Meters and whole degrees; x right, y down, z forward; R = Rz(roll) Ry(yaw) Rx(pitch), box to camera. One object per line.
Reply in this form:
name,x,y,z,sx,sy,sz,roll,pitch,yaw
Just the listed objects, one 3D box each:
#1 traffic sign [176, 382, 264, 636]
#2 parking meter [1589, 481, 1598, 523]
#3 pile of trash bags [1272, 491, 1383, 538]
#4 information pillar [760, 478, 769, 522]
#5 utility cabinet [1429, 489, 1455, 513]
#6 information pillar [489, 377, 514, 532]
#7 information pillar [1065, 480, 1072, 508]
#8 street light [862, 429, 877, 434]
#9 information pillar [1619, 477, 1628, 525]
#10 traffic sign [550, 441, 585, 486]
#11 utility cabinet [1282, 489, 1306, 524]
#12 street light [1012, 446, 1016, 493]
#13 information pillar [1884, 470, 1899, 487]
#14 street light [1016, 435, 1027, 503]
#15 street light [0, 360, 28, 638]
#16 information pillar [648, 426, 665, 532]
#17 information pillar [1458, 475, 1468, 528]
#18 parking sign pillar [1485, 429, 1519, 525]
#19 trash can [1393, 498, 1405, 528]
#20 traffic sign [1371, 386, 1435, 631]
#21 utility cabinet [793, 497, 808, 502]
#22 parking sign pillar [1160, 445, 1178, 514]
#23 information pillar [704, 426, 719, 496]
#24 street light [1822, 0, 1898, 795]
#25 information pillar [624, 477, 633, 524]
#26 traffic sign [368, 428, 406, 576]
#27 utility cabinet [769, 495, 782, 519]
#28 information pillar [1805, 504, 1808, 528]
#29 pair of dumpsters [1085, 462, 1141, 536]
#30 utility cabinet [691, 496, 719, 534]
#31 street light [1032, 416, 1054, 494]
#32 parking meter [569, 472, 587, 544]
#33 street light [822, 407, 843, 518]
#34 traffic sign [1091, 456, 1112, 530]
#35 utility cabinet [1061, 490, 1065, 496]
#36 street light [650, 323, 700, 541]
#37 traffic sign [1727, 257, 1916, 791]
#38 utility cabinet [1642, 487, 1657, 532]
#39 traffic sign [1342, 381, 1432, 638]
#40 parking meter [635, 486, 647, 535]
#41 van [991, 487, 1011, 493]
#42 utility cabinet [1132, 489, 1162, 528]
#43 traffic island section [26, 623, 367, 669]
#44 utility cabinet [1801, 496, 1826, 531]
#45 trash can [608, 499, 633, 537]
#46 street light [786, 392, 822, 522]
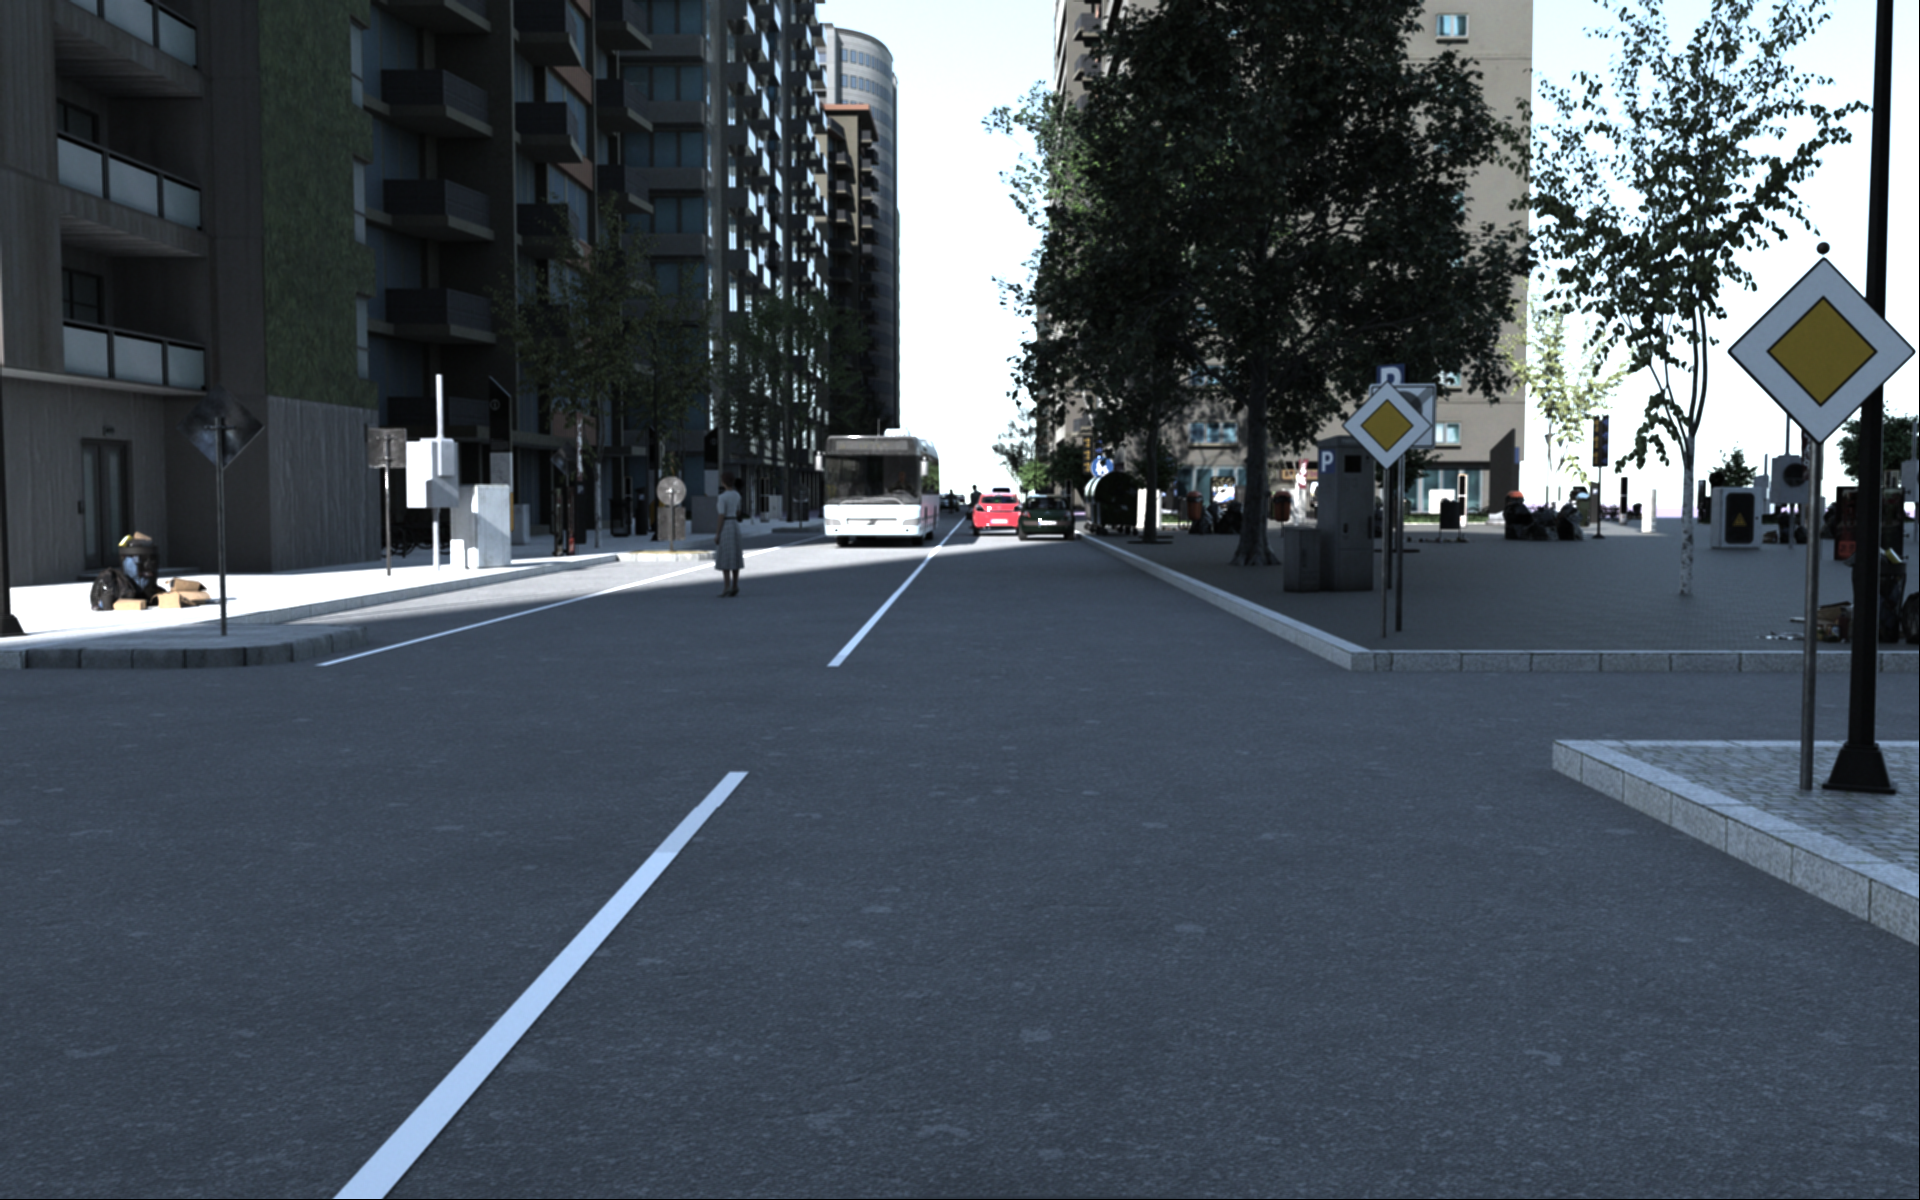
traffic sign,-6.657,-0.732,15.608,0.795,2.450,0.064,0,4,1
parking meter,28.178,-4.355,76.913,0.399,1.863,0.255,0,4,5
pile of trash bags,11.051,-2.567,51.717,3.447,1.369,1.912,1,4,8
information pillar,-8.876,-4.536,78.661,0.304,2.012,0.304,2,4,29
utility cabinet,23.068,-4.541,82.921,1.173,1.500,0.318,3,4,37
information pillar,-9.154,-2.640,34.525,0.504,3.616,0.183,1,4,19
information pillar,5.468,-5.067,87.336,0.304,2.012,0.304,0,4,-1
street light,-6.482,-9.286,124.371,1.470,5.913,1.316,0,4,1
information pillar,27.789,-4.161,72.532,0.304,2.012,0.304,1,4,17
traffic sign,-8.528,-2.229,37.630,0.795,2.450,0.064,1,4,10
utility cabinet,14.232,-3.981,73.771,1.173,1.500,0.318,-3,4,-37
street light,5.782,-11.899,167.087,1.470,5.913,1.316,0,4,1
information pillar,28.635,-2.985,53.293,0.304,2.012,0.304,-1,4,-14
street light,5.356,-9.959,135.364,1.470,5.913,1.316,0,4,1
street light,-8.084,-2.624,15.447,1.470,5.913,1.316,0,4,1
information pillar,-10.309,-4.106,58.496,0.504,3.616,0.183,2,4,35
information pillar,18.947,-3.717,65.263,0.304,2.012,0.304,2,4,29
parking sign pillar,22.625,-5.108,71.994,1.447,3.967,1.447,-2,4,-26
trash can,16.520,-3.305,65.691,0.748,1.137,0.748,0,3,0
traffic sign,4.104,-0.857,16.139,0.606,2.300,0.079,0,4,7
utility cabinet,-8.032,-4.653,87.233,0.306,1.237,1.020,-2,4,-35
parking sign pillar,10.515,-6.145,88.935,1.447,3.967,1.447,3,4,37
information pillar,-8.462,-4.142,59.083,0.504,3.616,0.183,0,4,-7
street light,3.392,-2.132,7.403,1.470,5.913,1.316,0,4,1
information pillar,-14.210,-4.265,74.229,0.304,2.012,0.304,0,4,-5
traffic sign,-8.919,-1.521,26.994,0.606,2.300,0.079,0,4,3
utility cabinet,-9.640,-4.794,89.550,1.020,1.237,0.306,3,5,42
information pillar,23.192,-2.607,47.116,0.304,2.012,0.304,1,4,16
pair of dumpsters,4.882,-3.218,55.115,1.574,2.255,4.437,0,4,1
utility cabinet,-8.216,-2.763,56.344,1.020,1.237,0.306,0,4,-1
street light,4.987,-7.983,103.055,1.470,5.913,1.316,0,4,1
parking meter,-9.806,-2.369,44.451,0.255,1.863,0.399,3,5,39
street light,-6.923,-7.346,92.649,1.470,5.913,1.316,0,4,1
traffic sign,4.780,-3.557,58.260,0.768,2.556,0.104,0,4,6
utility cabinet,5.362,-4.900,88.786,0.318,1.500,1.173,0,4,-3
street light,-7.747,-4.565,47.171,1.470,5.913,1.316,0,4,1
traffic sign,3.667,-0.233,7.449,0.795,2.450,0.064,0,4,1
utility cabinet,23.045,-3.008,57.858,0.318,1.500,1.173,2,4,29
traffic sign,3.786,-0.721,15.433,0.795,2.450,0.064,0,4,1
parking meter,-9.963,-2.794,54.095,0.372,1.533,0.369,0,3,0
van,3.737,-9.523,160.085,2.240,2.365,5.245,0,4,-1
utility cabinet,6.996,-3.458,65.209,1.173,1.500,0.318,2,4,30
traffic island section,-6.681,0.404,15.670,2.009,0.180,2.903,0,4,1
utility cabinet,29.247,-2.948,59.354,1.020,1.237,0.306,-2,4,-32
trash can,-10.161,-2.459,51.858,0.748,1.137,0.748,0,3,0
street light,-7.229,-6.505,78.892,1.470,5.913,1.316,0,4,1
